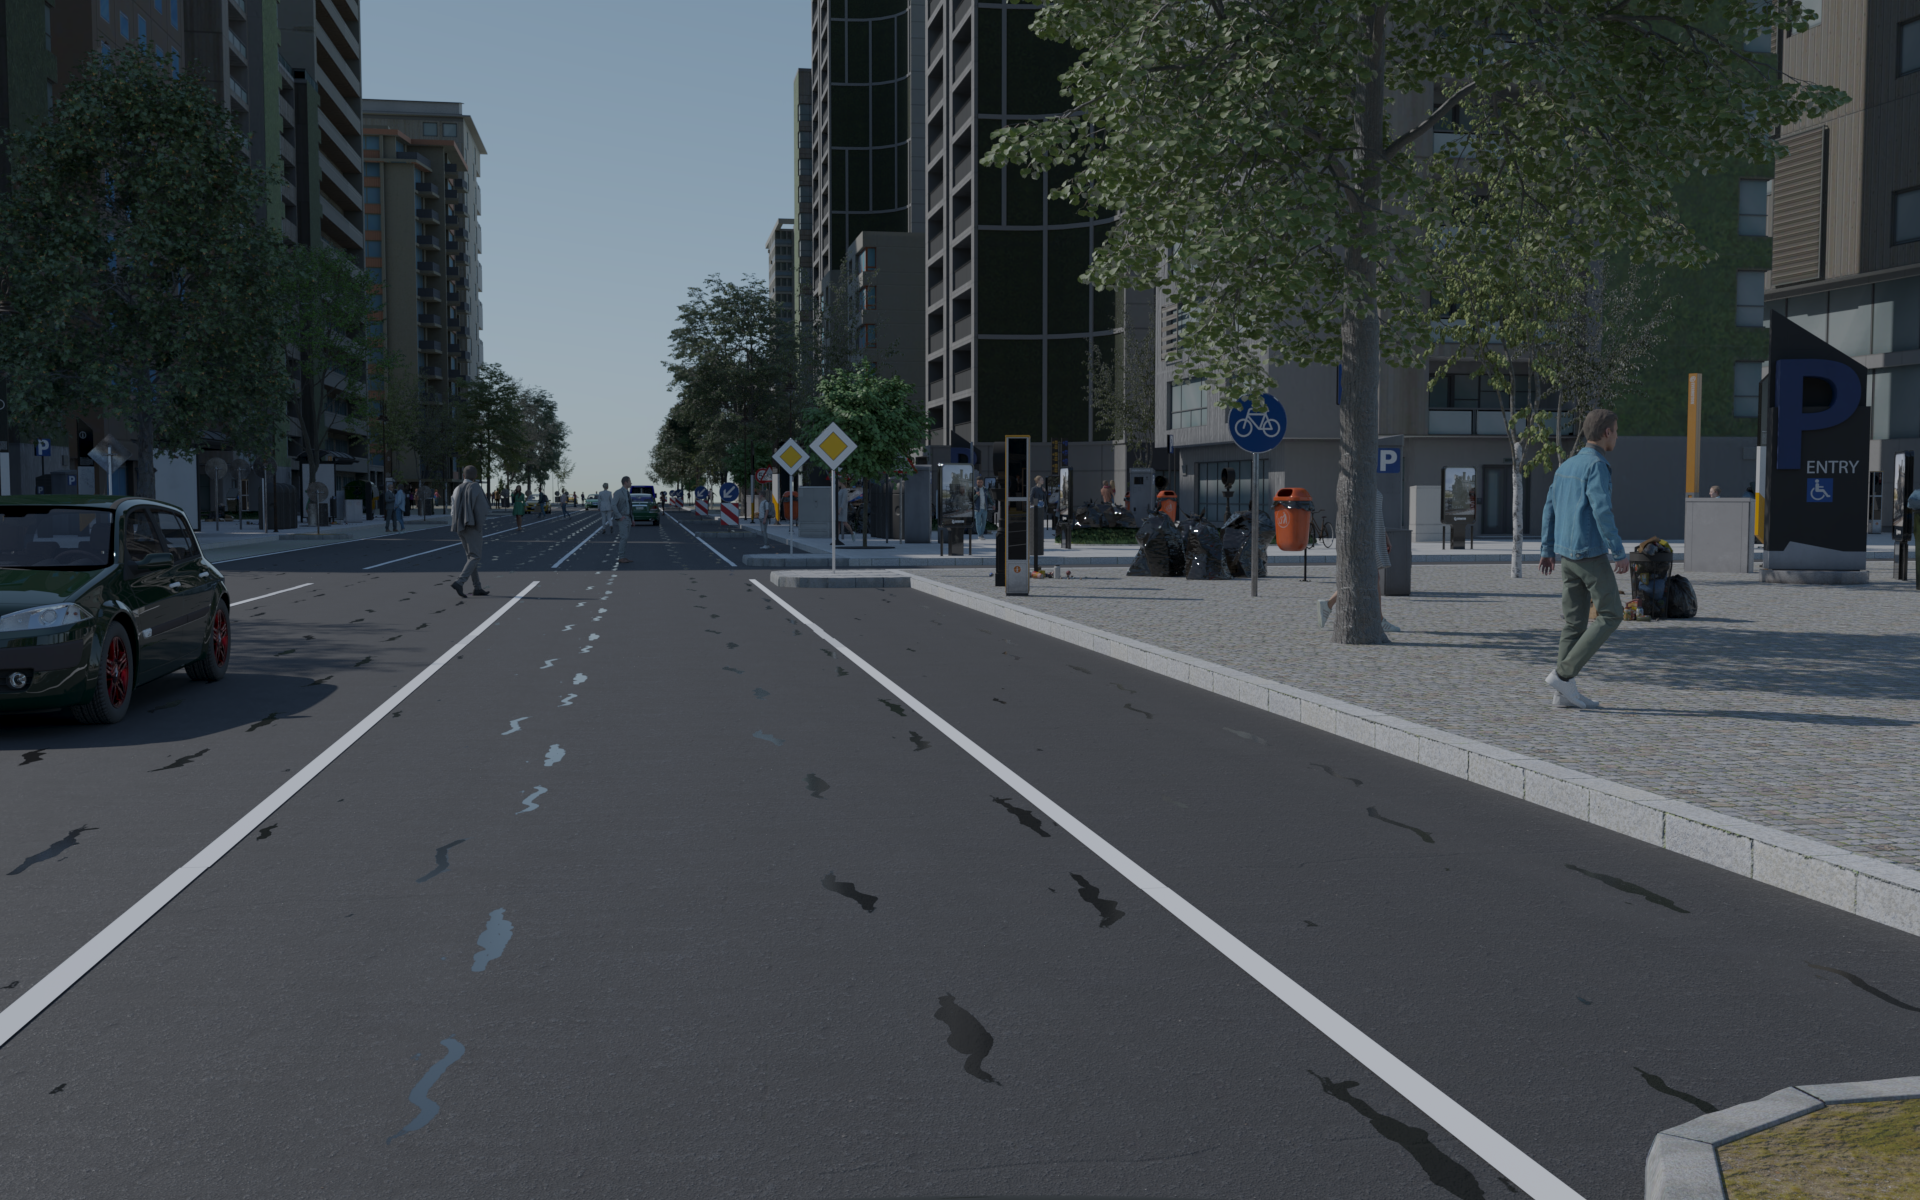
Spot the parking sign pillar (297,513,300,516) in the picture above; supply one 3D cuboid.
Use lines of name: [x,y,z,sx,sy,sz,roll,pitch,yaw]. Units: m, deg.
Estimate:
parking sign pillar: [-38.813,-7.020,103.245,1.447,3.967,1.447,-2,4,-33]

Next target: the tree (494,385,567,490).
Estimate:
tree: [-50.763,-18.150,203.400,9.857,13.997,8.962,0,3,0]

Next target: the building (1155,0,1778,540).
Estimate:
building: [14.735,-22.615,53.351,14.086,41.232,14.154,-1,4,-10]

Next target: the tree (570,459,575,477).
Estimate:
tree: [-60.408,-19.031,261.521,4.737,8.622,4.395,0,3,0]

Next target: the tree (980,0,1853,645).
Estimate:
tree: [3.485,-5.873,14.153,7.486,12.596,7.792,0,3,0]

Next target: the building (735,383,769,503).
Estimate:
building: [-18.728,-25.179,256.720,27.650,21.520,28.899,-1,4,-10]

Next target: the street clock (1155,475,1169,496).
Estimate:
street clock: [8.357,-4.090,71.442,0.471,2.002,0.358,2,4,27]

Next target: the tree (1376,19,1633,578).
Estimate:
tree: [8.297,-4.636,26.165,4.737,8.622,4.395,0,3,0]

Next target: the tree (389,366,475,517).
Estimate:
tree: [-30.487,-9.044,98.233,4.360,8.622,3.978,0,3,0]

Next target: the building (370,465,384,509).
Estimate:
building: [-60.437,-43.407,147.961,20.563,71.187,20.611,-1,4,-10]

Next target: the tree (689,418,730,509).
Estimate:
tree: [-21.141,-12.006,146.660,4.737,8.622,4.395,0,3,0]

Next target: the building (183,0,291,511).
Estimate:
building: [-45.867,-25.163,95.010,14.154,41.232,14.086,-1,4,-10]

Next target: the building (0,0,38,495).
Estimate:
building: [-36.147,-17.051,50.491,14.160,30.474,14.107,-1,4,-10]

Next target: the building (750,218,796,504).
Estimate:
building: [-12.602,-32.939,230.434,32.217,40.220,23.993,-1,4,-10]

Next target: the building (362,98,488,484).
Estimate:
building: [-79.469,-39.481,234.752,28.713,52.752,27.495,-1,4,-10]

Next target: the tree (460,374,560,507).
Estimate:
tree: [-45.499,-16.159,174.564,12.009,13.543,11.850,0,3,0]

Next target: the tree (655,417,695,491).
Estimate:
tree: [-35.943,-18.835,226.080,7.486,12.596,7.792,0,3,0]

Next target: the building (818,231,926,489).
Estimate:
building: [4.596,-17.476,130.764,27.650,21.520,28.899,-1,4,-10]

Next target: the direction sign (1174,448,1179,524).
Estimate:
direction sign: [9.269,-5.056,74.663,0.379,3.537,0.876,0,4,6]

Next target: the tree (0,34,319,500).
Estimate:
tree: [-20.681,-7.745,43.646,9.611,12.733,9.660,0,3,0]

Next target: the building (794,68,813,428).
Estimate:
building: [-9.448,-29.815,171.075,14.154,41.232,14.086,-1,4,-10]

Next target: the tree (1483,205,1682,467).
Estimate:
tree: [14.858,-5.597,41.870,4.360,8.622,3.978,0,3,0]

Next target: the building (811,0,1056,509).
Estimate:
building: [-4.157,-43.748,153.525,20.563,71.187,20.611,-1,4,-10]

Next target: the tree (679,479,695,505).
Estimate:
tree: [-32.289,-13.727,208.156,4.285,4.588,4.351,0,3,0]

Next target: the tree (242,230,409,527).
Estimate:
tree: [-25.548,-8.709,68.152,9.928,11.665,9.643,0,3,0]

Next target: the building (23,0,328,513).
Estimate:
building: [-49.406,-20.764,111.185,14.160,30.474,14.107,-1,4,-10]

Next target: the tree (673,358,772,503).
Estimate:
tree: [-17.600,-12.421,128.846,9.928,11.665,9.643,0,3,0]

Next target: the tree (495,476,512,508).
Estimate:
tree: [-43.734,-10.423,165.013,1.663,3.219,1.824,0,3,0]

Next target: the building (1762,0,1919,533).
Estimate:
building: [41.604,-29.163,66.053,27.495,52.752,28.713,-1,4,-10]

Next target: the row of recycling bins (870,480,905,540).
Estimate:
row of recycling bins: [-1.874,-2.631,50.127,1.069,1.692,3.534,-1,4,-16]

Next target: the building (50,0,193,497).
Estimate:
building: [-41.945,-25.873,73.133,14.600,45.320,14.200,-1,4,-10]

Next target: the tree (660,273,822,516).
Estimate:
tree: [-12.269,-11.797,99.533,9.857,13.997,8.962,0,3,0]

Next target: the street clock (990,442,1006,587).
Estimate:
street clock: [0.590,-1.192,24.054,0.358,2.002,0.471,0,4,8]

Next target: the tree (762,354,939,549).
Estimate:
tree: [-2.221,-3.488,40.751,4.285,4.588,4.351,0,3,0]

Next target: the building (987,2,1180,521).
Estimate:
building: [7.721,-39.910,90.774,20.563,71.187,20.611,-1,4,-10]

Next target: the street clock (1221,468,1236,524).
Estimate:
street clock: [7.349,-2.625,47.492,0.358,2.002,0.471,-1,4,-15]

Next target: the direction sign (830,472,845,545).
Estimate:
direction sign: [-3.088,-3.147,43.450,0.379,3.537,0.876,0,4,-6]

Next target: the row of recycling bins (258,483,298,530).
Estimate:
row of recycling bins: [-25.075,-3.468,63.807,1.069,1.692,3.534,-1,4,-11]

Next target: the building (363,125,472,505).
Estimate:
building: [-70.844,-33.836,207.850,22.147,44.769,28.867,-1,4,-10]

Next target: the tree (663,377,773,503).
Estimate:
tree: [-15.974,-11.157,116.836,8.767,10.594,7.601,0,4,1]

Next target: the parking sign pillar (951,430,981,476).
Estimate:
parking sign pillar: [0.225,-5.138,72.484,1.447,3.967,1.447,1,4,14]

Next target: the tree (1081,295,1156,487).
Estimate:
tree: [6.596,-6.915,63.421,4.360,8.622,3.978,0,3,0]

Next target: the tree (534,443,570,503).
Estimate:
tree: [-56.373,-17.330,233.708,4.737,8.622,4.395,0,3,0]

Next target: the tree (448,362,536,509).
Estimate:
tree: [-40.234,-14.087,148.443,7.486,12.596,7.792,0,3,0]

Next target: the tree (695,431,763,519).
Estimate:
tree: [-10.943,-6.563,91.020,4.285,4.588,4.351,0,3,0]

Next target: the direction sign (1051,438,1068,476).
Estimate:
direction sign: [4.017,-4.758,69.796,0.876,3.537,0.379,-3,4,-38]

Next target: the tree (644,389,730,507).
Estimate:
tree: [-26.497,-15.767,174.805,9.611,12.733,9.660,0,3,0]

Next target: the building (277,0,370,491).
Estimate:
building: [-56.764,-30.838,127.908,21.300,48.544,21.600,-1,4,-10]

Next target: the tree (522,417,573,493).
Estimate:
tree: [-54.203,-18.253,224.188,9.928,11.665,9.643,0,3,0]

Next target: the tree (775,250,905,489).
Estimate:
tree: [-3.831,-6.295,53.286,4.360,8.622,3.978,0,3,0]

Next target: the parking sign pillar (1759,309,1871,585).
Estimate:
parking sign pillar: [12.412,-2.238,25.072,1.447,3.967,1.447,1,4,14]
